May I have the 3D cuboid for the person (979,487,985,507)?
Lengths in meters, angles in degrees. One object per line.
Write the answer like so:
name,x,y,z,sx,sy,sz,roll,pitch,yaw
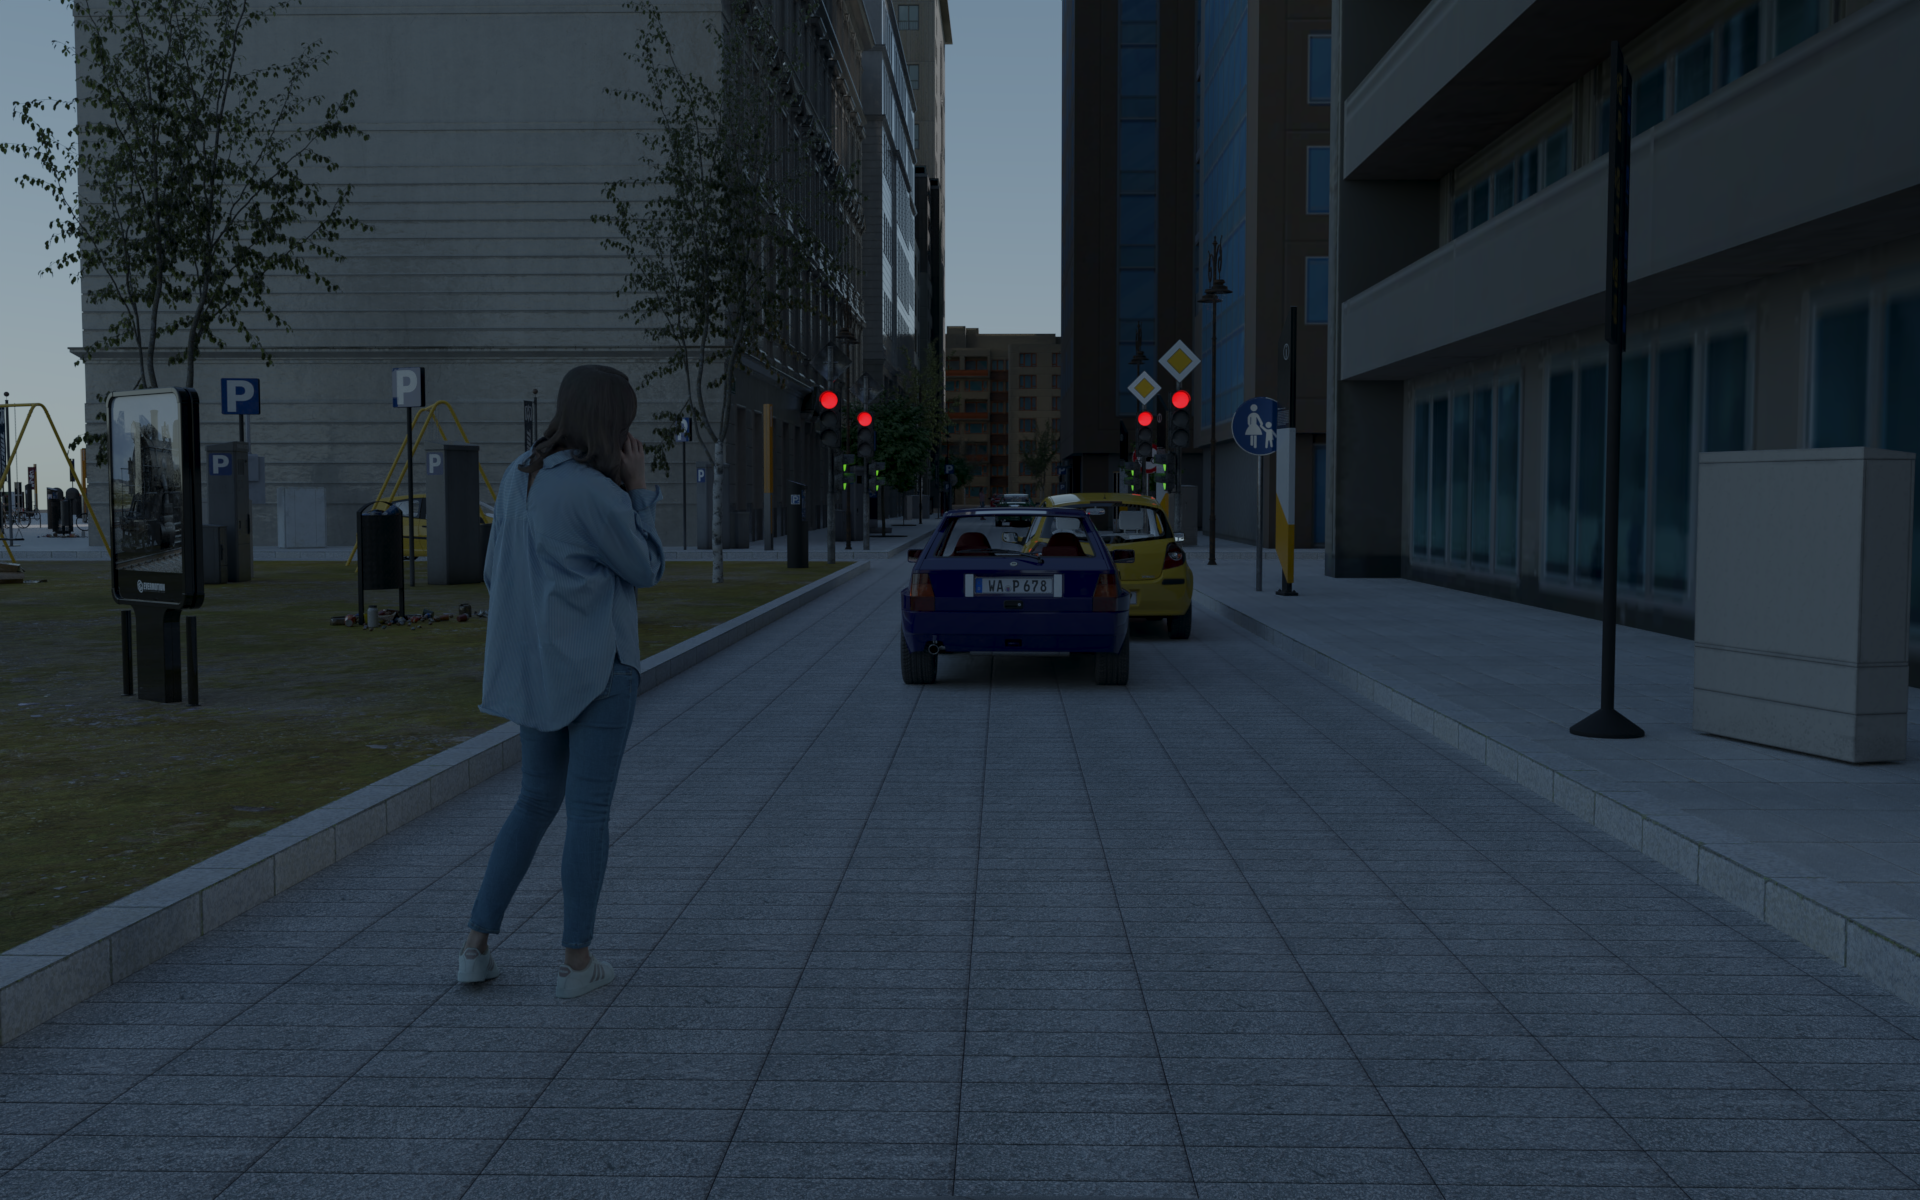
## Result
person,1.229,-5.321,95.510,0.388,1.821,0.555,0,4,6

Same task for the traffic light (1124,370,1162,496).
traffic light,4.177,-3.096,39.533,0.839,4.253,0.868,0,4,2

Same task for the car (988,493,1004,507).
car,3.442,-8.428,146.836,2.155,1.783,4.494,0,3,0

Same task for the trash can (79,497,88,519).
trash can,-46.179,-4.860,91.115,0.748,1.137,0.748,0,3,0

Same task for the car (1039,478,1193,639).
car,1.463,-0.508,18.535,2.015,1.641,3.980,0,4,1

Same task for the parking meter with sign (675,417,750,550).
parking meter with sign,-5.699,-2.684,40.147,1.738,3.016,0.543,-3,5,-43

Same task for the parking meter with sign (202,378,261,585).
parking meter with sign,-10.716,-1.775,25.282,0.543,3.016,1.738,0,4,-6

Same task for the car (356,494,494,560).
car,-10.365,-1.565,35.814,3.980,1.641,2.015,0,4,3

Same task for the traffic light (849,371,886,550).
traffic light,-2.133,-3.105,39.684,0.839,4.253,0.868,0,4,2

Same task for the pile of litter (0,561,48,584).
pile of litter,-13.927,-0.658,24.718,1.719,0.858,1.176,-2,4,-35

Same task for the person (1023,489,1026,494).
person,4.968,-7.723,134.710,0.705,1.831,1.348,0,4,-7

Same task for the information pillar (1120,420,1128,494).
information pillar,5.151,-3.864,54.529,0.183,3.616,0.504,-1,4,-18

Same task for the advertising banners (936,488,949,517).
advertising banners,-1.012,-6.294,99.095,0.090,3.025,2.074,1,4,21

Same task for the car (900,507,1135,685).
car,0.492,-0.108,14.348,1.945,1.354,3.894,0,4,3

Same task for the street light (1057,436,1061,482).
street light,6.585,-8.614,113.628,0.468,5.910,1.993,0,4,2

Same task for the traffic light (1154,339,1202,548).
traffic light,3.965,-2.607,31.550,0.839,4.253,0.868,0,4,2

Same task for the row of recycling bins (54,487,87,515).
row of recycling bins,-54.409,-6.124,107.247,3.534,1.692,1.069,-1,4,-19

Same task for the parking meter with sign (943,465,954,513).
parking meter with sign,-0.742,-6.551,103.373,0.543,3.016,1.738,0,4,-7

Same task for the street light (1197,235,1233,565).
street light,4.564,-3.571,31.170,0.468,5.910,1.993,0,4,2

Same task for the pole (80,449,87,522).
pole,-39.584,-5.162,78.234,0.158,3.312,0.155,0,3,0

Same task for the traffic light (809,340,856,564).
traffic light,-2.345,-2.617,31.701,0.839,4.253,0.868,0,4,2

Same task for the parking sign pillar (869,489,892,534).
parking sign pillar,-2.951,-4.183,56.863,1.447,3.967,1.447,0,4,-6

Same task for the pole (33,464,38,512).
pole,-62.330,-7.520,116.794,0.158,3.312,0.155,0,3,0

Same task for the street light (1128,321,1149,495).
street light,4.765,-4.499,46.350,0.468,5.910,1.993,0,4,2

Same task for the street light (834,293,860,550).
street light,-2.581,-4.107,39.939,0.468,5.910,1.993,0,4,2

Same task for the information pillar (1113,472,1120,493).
information pillar,5.222,-3.206,56.909,0.304,2.012,0.304,-1,4,-18

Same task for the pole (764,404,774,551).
pole,-4.343,-2.779,39.279,0.158,3.312,0.155,0,3,0

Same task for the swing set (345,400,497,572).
swing set,-9.209,-2.001,30.332,2.862,2.851,3.119,-1,4,-22

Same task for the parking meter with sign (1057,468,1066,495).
parking meter with sign,6.183,-6.653,105.039,0.543,3.016,1.738,0,4,2

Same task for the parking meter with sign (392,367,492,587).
parking meter with sign,-7.194,-1.736,24.645,0.543,3.016,1.738,2,4,29

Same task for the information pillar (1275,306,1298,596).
information pillar,4.125,-1.868,21.894,0.183,3.616,0.504,-1,4,-9

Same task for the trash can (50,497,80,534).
trash can,-28.928,-2.702,55.828,0.748,1.137,0.748,0,3,0

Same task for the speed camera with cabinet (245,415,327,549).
speed camera with cabinet,-15.944,-2.822,40.477,2.038,3.252,0.660,-3,4,-37

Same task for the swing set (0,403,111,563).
swing set,-17.133,-2.006,30.415,3.119,2.851,2.862,2,4,27

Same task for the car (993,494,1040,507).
car,2.515,-4.006,77.303,2.131,1.459,4.920,0,4,3

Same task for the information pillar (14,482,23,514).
information pillar,-56.806,-6.116,104.484,0.304,2.012,0.304,1,4,9

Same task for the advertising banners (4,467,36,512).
advertising banners,-59.832,-6.972,110.184,0.090,3.025,2.074,3,5,44

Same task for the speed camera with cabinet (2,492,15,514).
speed camera with cabinet,-62.174,-7.214,112.286,2.038,3.252,0.660,-2,4,-29

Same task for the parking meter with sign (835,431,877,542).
parking meter with sign,-2.914,-3.119,47.258,0.543,3.016,1.738,2,4,25

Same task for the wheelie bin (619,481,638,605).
wheelie bin,-3.500,-0.567,17.182,0.693,1.594,0.980,0,4,4

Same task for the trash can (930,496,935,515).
trash can,-1.954,-5.869,107.609,0.748,1.137,0.748,0,3,0

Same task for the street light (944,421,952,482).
street light,-0.772,-8.241,107.536,0.468,5.910,1.993,0,4,2

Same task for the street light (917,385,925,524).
street light,-1.686,-6.182,73.865,0.468,5.910,1.993,0,4,2

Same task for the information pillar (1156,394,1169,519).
information pillar,4.735,-3.007,40.524,0.183,3.616,0.504,-1,4,-21

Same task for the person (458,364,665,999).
person,-1.161,0.232,4.967,0.793,1.790,0.793,0,4,5
